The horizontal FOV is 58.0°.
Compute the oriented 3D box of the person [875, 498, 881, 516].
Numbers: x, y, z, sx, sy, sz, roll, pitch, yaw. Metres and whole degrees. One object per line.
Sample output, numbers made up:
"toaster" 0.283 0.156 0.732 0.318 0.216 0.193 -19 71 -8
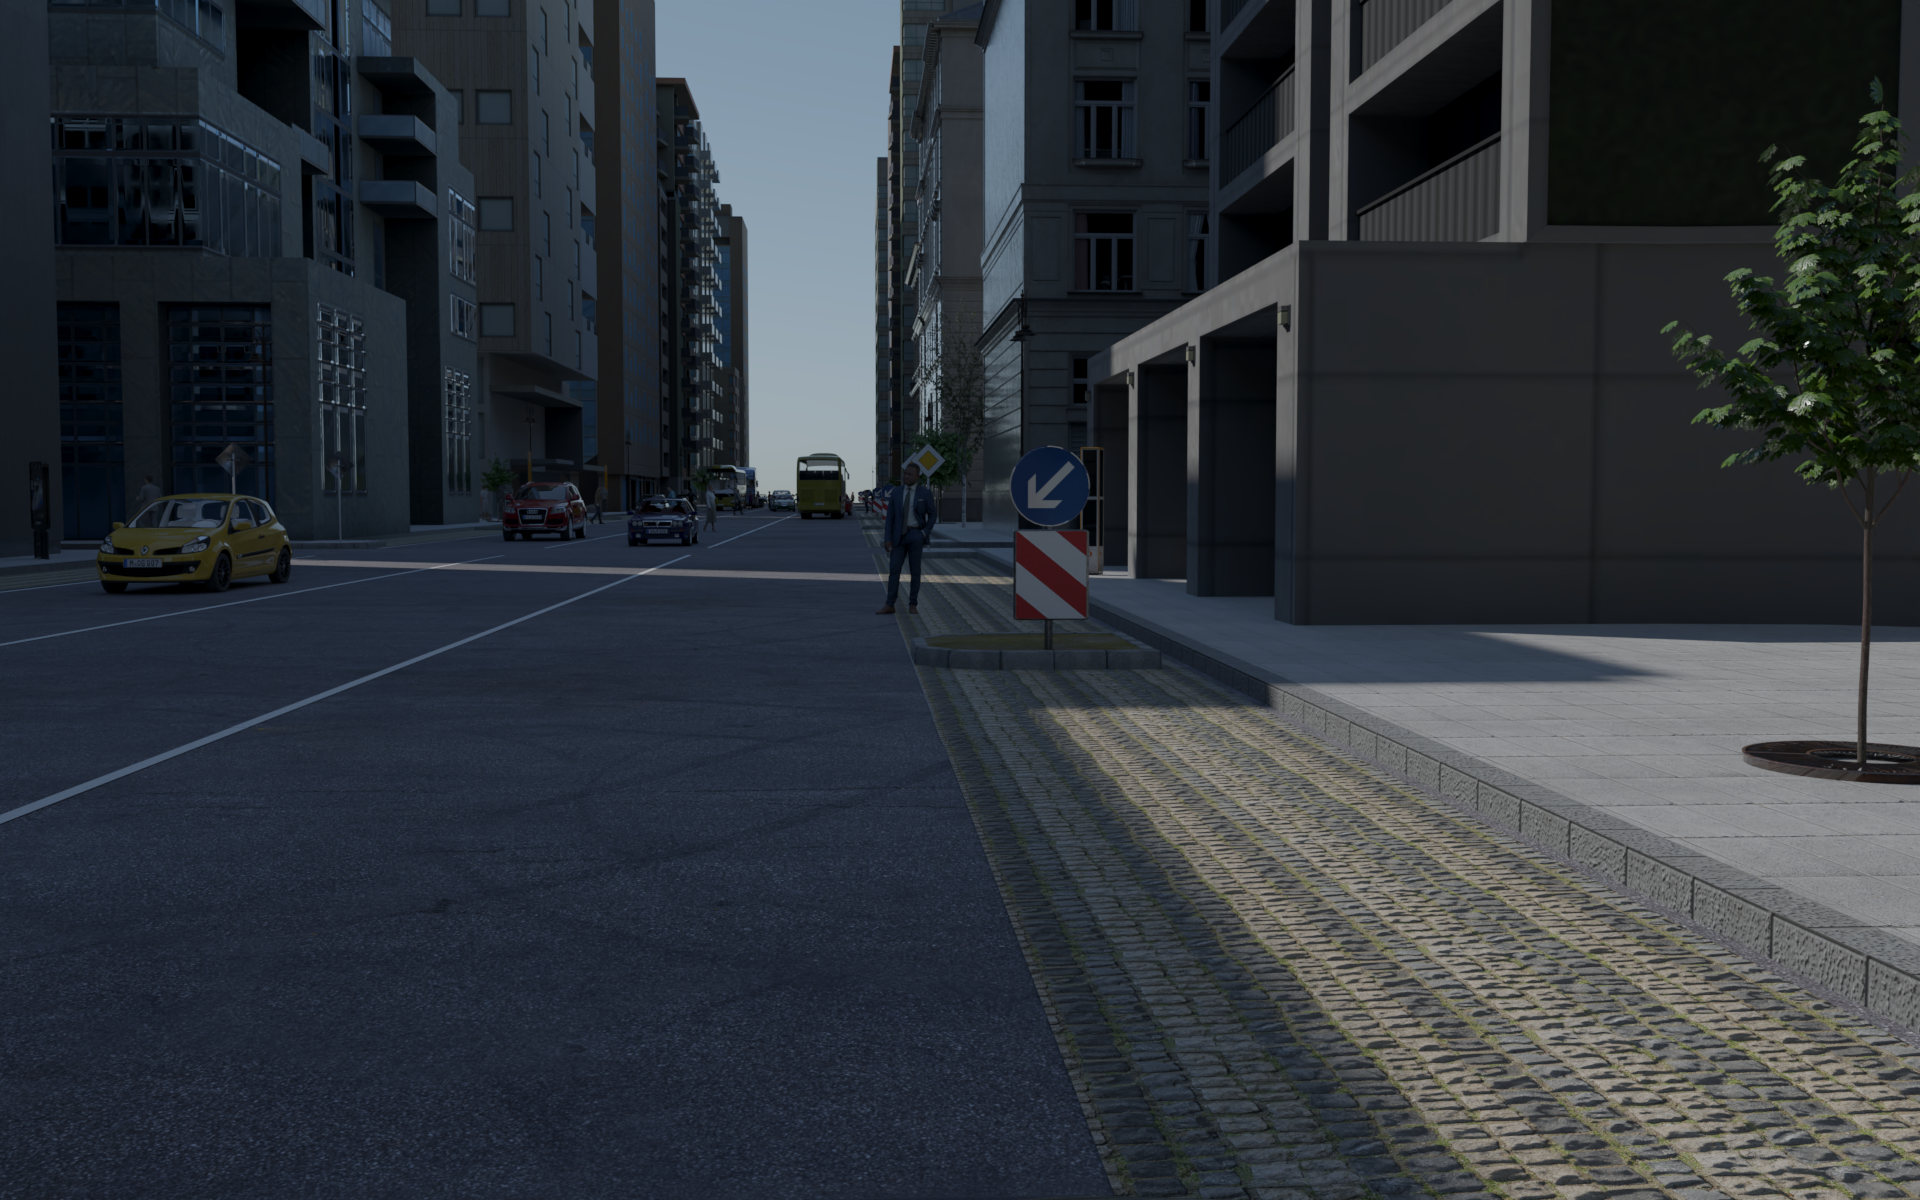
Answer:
"person" -5.202 -6.343 112.094 0.818 1.842 0.514 -1 4 -14

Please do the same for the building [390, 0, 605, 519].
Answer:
"building" -36.313 -31.263 100.397 28.713 52.752 27.495 0 4 -4

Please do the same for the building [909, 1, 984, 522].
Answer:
"building" 4.005 -17.957 90.864 12.463 27.353 25.104 0 4 -4

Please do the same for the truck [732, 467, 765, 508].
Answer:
"truck" -21.946 -11.606 179.514 2.967 4.110 18.799 0 4 -3

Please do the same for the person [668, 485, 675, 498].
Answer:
"person" -12.112 -3.964 73.323 0.620 1.820 0.660 -1 4 -15

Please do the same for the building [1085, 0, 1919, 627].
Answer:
"building" 13.153 -35.574 19.886 20.563 71.187 20.611 0 4 -4

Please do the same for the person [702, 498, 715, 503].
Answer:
"person" -19.421 -7.464 133.797 1.065 1.426 0.557 -1 4 -12

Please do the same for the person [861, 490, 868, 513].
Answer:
"person" -7.107 -7.299 128.371 0.750 1.759 0.617 1 4 17

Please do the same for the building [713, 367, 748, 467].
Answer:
"building" -45.263 -24.713 249.099 27.650 21.520 28.899 0 4 -4

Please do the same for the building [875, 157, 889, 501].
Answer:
"building" -3.210 -32.387 213.118 14.154 41.232 14.086 0 4 -4

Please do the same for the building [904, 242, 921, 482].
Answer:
"building" 1.926 -15.226 113.569 10.561 19.102 19.286 0 4 -4

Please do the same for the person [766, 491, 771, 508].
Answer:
"person" -19.185 -10.051 173.535 0.721 1.736 1.217 -2 4 -30

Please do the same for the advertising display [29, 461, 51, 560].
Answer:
"advertising display" -18.147 -1.771 34.172 0.123 1.923 0.974 -3 5 -42

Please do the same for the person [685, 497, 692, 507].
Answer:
"person" -12.305 -3.996 78.112 0.475 1.303 0.640 1 4 12

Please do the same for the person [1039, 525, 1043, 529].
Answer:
"person" 1.851 -2.059 42.582 0.534 1.772 0.576 -1 4 -16

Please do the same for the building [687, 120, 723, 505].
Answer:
"building" -41.865 -36.636 218.605 23.786 49.044 30.456 0 4 -4

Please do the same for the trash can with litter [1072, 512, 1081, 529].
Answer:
"trash can with litter" 2.556 -1.548 36.359 1.678 1.210 2.233 0 4 0

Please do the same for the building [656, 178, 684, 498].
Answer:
"building" -32.968 -23.575 157.160 14.160 30.474 14.107 0 4 -4

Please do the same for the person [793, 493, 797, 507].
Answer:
"person" -18.287 -11.425 195.433 1.348 1.807 0.705 1 4 17

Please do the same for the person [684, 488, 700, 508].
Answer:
"person" -20.527 -7.577 132.020 1.348 1.869 0.705 -1 4 -13

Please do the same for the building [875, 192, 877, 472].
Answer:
"building" -1.707 -38.710 256.614 21.300 48.544 21.600 0 4 -4

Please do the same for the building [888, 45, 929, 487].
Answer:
"building" 4.152 -31.499 169.630 22.147 44.769 28.867 0 4 -4

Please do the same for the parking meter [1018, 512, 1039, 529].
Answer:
"parking meter" 1.388 -1.783 34.860 0.399 1.863 0.255 -3 4 -38

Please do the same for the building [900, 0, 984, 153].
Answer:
"building" 2.390 -27.507 133.329 14.154 41.232 14.086 0 4 -4

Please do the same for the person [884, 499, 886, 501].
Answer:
"person" -8.833 -11.986 204.485 0.705 1.821 1.348 -1 4 -14

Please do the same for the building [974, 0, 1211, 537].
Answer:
"building" 15.483 -13.608 55.777 30.059 22.955 16.112 0 4 -4

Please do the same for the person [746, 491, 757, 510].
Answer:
"person" -19.186 -9.150 158.777 1.217 1.739 0.721 -1 4 -22

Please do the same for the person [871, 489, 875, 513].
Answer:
"person" -6.534 -7.518 131.428 0.705 1.822 1.348 -1 4 -23

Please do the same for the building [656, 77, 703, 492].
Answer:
"building" -38.458 -32.066 178.906 22.147 44.769 28.867 0 4 -4

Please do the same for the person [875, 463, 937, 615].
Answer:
"person" -0.636 -0.735 20.706 0.721 1.800 0.419 0 4 4

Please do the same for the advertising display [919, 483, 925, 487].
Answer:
"advertising display" -1.739 -4.511 78.968 0.123 1.923 0.974 0 4 7

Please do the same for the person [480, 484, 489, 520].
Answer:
"person" -23.348 -4.787 84.872 0.524 1.755 0.480 2 4 35

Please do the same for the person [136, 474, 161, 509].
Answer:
"person" -21.459 -2.416 45.738 0.583 1.804 0.606 2 4 26

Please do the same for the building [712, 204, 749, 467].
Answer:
"building" -40.330 -37.928 270.240 14.600 45.320 14.200 0 4 -4

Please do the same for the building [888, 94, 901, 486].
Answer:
"building" -0.843 -33.072 190.831 14.600 45.320 14.200 0 4 -4

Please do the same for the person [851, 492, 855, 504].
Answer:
"person" -14.860 -14.129 240.064 0.434 1.755 0.990 -2 4 -35

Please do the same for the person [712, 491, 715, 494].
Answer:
"person" -20.336 -8.163 142.897 0.436 1.711 0.756 0 4 6

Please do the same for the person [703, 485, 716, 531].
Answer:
"person" -9.620 -3.534 66.513 0.641 1.798 0.478 3 5 42

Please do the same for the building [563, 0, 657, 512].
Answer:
"building" -32.529 -30.085 142.007 14.600 45.320 14.200 0 4 -4

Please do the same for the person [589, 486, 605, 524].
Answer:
"person" -17.266 -4.533 82.523 0.836 1.842 0.656 -3 4 -37

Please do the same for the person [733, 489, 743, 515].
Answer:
"person" -15.315 -6.782 119.791 0.834 1.777 0.661 1 4 20

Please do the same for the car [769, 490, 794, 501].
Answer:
"car" -16.010 -8.978 155.467 2.281 1.827 5.304 0 4 -4

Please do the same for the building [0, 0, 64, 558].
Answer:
"building" -30.910 -14.492 30.449 24.014 27.812 14.314 0 4 -4

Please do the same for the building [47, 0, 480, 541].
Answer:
"building" -29.876 -45.687 59.662 22.319 86.520 31.000 0 4 -4

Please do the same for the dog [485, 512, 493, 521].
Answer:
"dog" -22.619 -4.011 83.313 0.550 0.427 0.748 2 4 32

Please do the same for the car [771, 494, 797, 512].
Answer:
"car" -14.314 -7.910 141.121 2.131 1.459 4.920 0 4 -5
